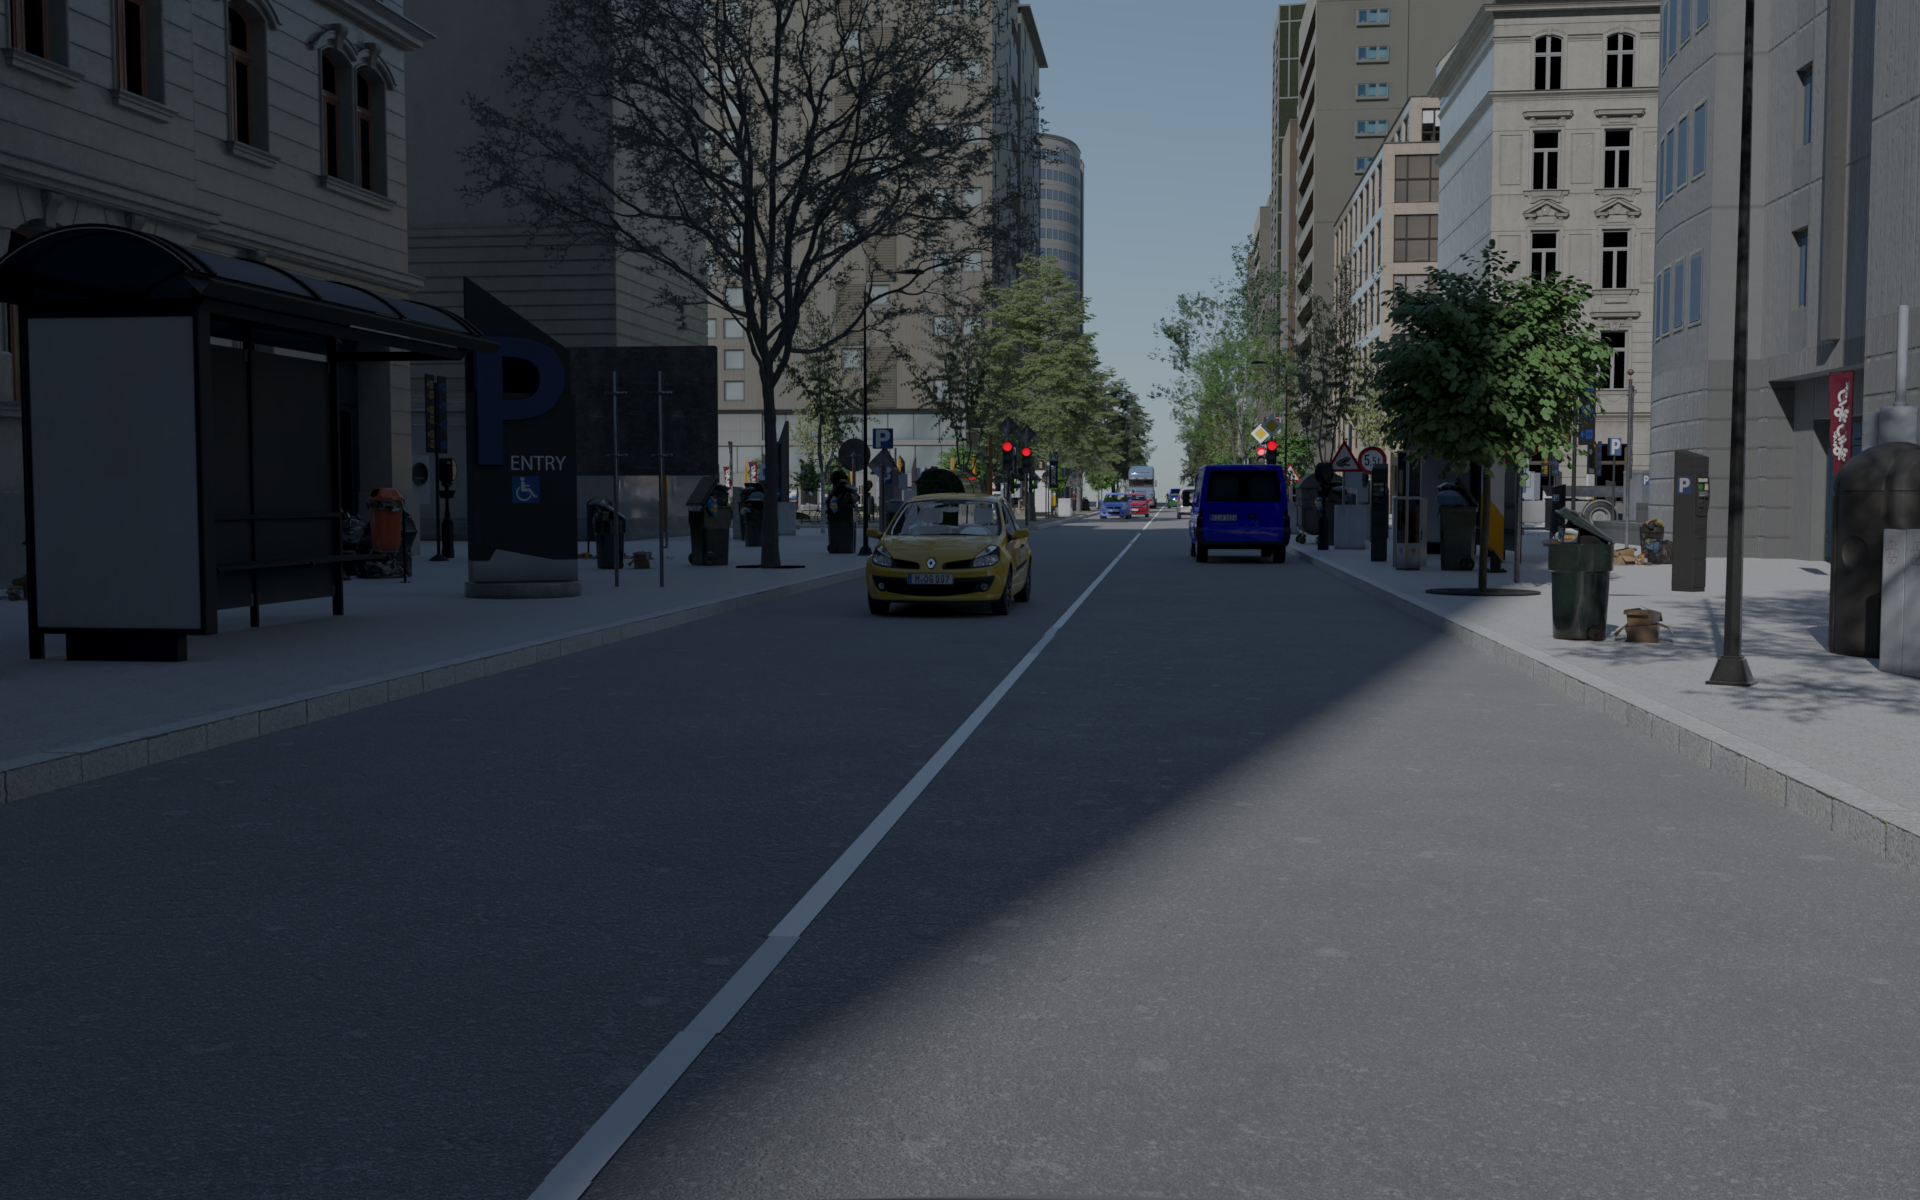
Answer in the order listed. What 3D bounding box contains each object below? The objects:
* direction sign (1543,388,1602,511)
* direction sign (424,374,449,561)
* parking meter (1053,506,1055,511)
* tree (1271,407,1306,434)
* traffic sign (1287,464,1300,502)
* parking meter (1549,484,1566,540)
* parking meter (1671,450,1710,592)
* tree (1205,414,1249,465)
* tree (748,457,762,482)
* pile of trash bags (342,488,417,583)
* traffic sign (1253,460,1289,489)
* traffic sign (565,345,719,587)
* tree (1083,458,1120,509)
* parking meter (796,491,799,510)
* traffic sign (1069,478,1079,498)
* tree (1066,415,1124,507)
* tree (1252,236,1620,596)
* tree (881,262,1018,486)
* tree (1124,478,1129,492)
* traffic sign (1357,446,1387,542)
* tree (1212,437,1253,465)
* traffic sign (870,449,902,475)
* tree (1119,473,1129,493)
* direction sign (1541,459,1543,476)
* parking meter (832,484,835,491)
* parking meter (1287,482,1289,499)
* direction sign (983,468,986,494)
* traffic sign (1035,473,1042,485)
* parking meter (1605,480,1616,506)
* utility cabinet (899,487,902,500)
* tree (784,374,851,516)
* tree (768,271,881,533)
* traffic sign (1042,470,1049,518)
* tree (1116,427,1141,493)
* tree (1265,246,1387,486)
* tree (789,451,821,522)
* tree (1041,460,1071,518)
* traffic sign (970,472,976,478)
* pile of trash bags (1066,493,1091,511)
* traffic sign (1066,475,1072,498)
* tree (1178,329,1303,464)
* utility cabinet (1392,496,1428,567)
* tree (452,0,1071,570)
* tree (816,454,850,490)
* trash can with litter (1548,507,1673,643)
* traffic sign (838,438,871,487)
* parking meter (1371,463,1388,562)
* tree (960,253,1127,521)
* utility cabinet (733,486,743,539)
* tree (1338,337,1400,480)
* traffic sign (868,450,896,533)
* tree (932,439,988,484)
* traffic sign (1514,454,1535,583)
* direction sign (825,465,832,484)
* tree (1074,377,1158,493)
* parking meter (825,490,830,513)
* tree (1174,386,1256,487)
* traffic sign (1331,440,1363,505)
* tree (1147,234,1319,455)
[{"bbox_3d":[9.877,-2.193,27.849,0.379,3.537,0.876,-1,4,-22],"label":"direction sign"},{"bbox_3d":[-9.988,-2.513,33.088,0.379,3.537,0.876,1,4,8],"label":"direction sign"},{"bbox_3d":[7.099,-7.801,133.256,0.399,1.863,0.255,2,4,35],"label":"parking meter"},{"bbox_3d":[25.911,-11.523,138.755,4.737,8.622,4.395,0,3,0],"label":"tree"},{"bbox_3d":[13.778,-4.422,72.309,0.884,2.594,0.081,1,4,9],"label":"traffic sign"},{"bbox_3d":[15.159,-2.172,43.924,0.372,1.533,0.369,0,3,0],"label":"parking meter"},{"bbox_3d":[9.607,-1.043,22.769,0.255,1.863,0.399,-2,4,-29],"label":"parking meter"},{"bbox_3d":[23.615,-12.491,154.597,4.737,8.622,4.395,0,3,0],"label":"tree"},{"bbox_3d":[-14.947,-9.215,134.374,4.285,4.588,4.351,0,3,0],"label":"tree"},{"bbox_3d":[-9.093,-0.995,26.026,1.912,1.369,3.447,-3,4,-38],"label":"pile of trash bags"},{"bbox_3d":[14.957,-5.371,81.687,2.265,3.308,0.079,1,4,14],"label":"traffic sign"},{"bbox_3d":[-4.444,-1.837,23.902,2.265,3.308,0.079,0,4,7],"label":"traffic sign"},{"bbox_3d":[12.372,-10.311,152.294,4.285,4.588,4.351,0,3,0],"label":"tree"},{"bbox_3d":[-13.385,-8.302,141.450,0.399,1.863,0.255,-1,4,-20],"label":"parking meter"},{"bbox_3d":[7.280,-6.629,110.510,0.606,2.300,0.079,1,4,12],"label":"traffic sign"},{"bbox_3d":[10.138,-11.609,140.176,4.360,8.622,3.978,0,3,0],"label":"tree"},{"bbox_3d":[6.718,-2.353,22.183,4.285,4.588,4.351,0,3,0],"label":"tree"},{"bbox_3d":[0.086,-6.363,54.391,4.360,8.622,3.978,0,3,0],"label":"tree"},{"bbox_3d":[24.616,-18.807,257.857,4.360,8.622,3.978,0,3,0],"label":"tree"},{"bbox_3d":[10.934,-2.807,46.004,0.768,2.556,0.104,1,4,9],"label":"traffic sign"},{"bbox_3d":[14.425,-5.753,77.768,4.285,4.588,4.351,0,3,0],"label":"tree"},{"bbox_3d":[-2.046,-2.921,47.760,0.884,2.594,0.081,0,4,7],"label":"traffic sign"},{"bbox_3d":[29.757,-21.243,297.686,4.737,8.622,4.395,0,3,0],"label":"tree"},{"bbox_3d":[25.377,-5.048,74.530,0.379,3.537,0.876,-2,4,-34],"label":"direction sign"},{"bbox_3d":[-5.407,-4.283,75.736,0.399,1.863,0.255,-1,4,-11],"label":"parking meter"},{"bbox_3d":[13.219,-3.986,70.888,0.399,1.863,0.255,3,4,37],"label":"parking meter"},{"bbox_3d":[1.877,-8.695,134.168,0.379,3.537,0.876,1,4,15],"label":"direction sign"},{"bbox_3d":[3.886,-5.467,90.572,0.795,2.450,0.064,1,4,13],"label":"traffic sign"},{"bbox_3d":[27.539,-4.134,73.303,0.399,1.863,0.255,3,5,43],"label":"parking meter"},{"bbox_3d":[-1.992,-2.653,52.053,0.318,1.500,1.173,-1,4,-11],"label":"utility cabinet"},{"bbox_3d":[-8.310,-9.316,102.676,4.737,8.622,4.395,0,3,0],"label":"tree"},{"bbox_3d":[-4.242,-6.484,56.378,4.360,8.622,3.978,0,3,0],"label":"tree"},{"bbox_3d":[4.716,-5.633,92.201,0.768,2.556,0.104,1,4,16],"label":"traffic sign"},{"bbox_3d":[20.387,-17.593,222.062,7.601,10.594,8.767,0,4,-3],"label":"tree"},{"bbox_3d":[11.099,-6.242,52.421,4.360,8.622,3.978,0,3,0],"label":"tree"},{"bbox_3d":[-6.774,-5.154,78.871,1.663,3.219,1.824,0,3,0],"label":"tree"},{"bbox_3d":[5.316,-6.109,94.484,1.663,3.219,1.824,0,3,0],"label":"tree"},{"bbox_3d":[0.301,-4.436,73.712,0.795,2.450,0.064,1,4,13],"label":"traffic sign"},{"bbox_3d":[8.950,-7.549,133.173,1.912,1.369,3.447,0,4,-5],"label":"pile of trash bags"},{"bbox_3d":[7.505,-7.212,117.925,0.884,2.594,0.081,1,4,13],"label":"traffic sign"},{"bbox_3d":[17.417,-11.128,107.706,9.928,11.665,9.643,0,3,0],"label":"tree"},{"bbox_3d":[7.973,-1.192,30.644,0.306,1.237,1.020,2,4,33],"label":"utility cabinet"},{"bbox_3d":[-3.239,-7.284,29.467,12.009,13.543,11.850,0,3,0],"label":"tree"},{"bbox_3d":[-10.270,-9.690,142.138,4.285,4.588,4.351,0,3,0],"label":"tree"},{"bbox_3d":[5.719,-0.236,15.238,1.055,1.170,0.624,2,4,23],"label":"trash can with litter"},{"bbox_3d":[-2.408,-2.403,39.403,0.768,2.556,0.104,1,4,12],"label":"traffic sign"},{"bbox_3d":[7.982,-1.666,32.953,0.255,1.863,0.399,2,4,23],"label":"parking meter"},{"bbox_3d":[3.622,-10.004,81.695,7.486,12.596,7.792,0,3,0],"label":"tree"},{"bbox_3d":[-6.342,-2.503,49.597,0.318,1.500,1.173,0,4,-7],"label":"utility cabinet"},{"bbox_3d":[19.712,-8.065,82.225,4.737,8.622,4.395,0,3,0],"label":"tree"},{"bbox_3d":[-2.051,-2.699,45.319,0.795,2.450,0.064,1,4,10],"label":"traffic sign"},{"bbox_3d":[0.068,-7.153,100.672,4.285,4.588,4.351,0,3,0],"label":"tree"},{"bbox_3d":[8.051,-1.521,24.969,0.768,2.556,0.104,1,4,14],"label":"traffic sign"},{"bbox_3d":[-10.350,-8.859,136.843,0.379,3.537,0.876,3,4,36],"label":"direction sign"},{"bbox_3d":[16.588,-17.210,188.040,9.857,13.997,8.962,0,3,0],"label":"tree"},{"bbox_3d":[-8.552,-6.324,111.814,0.372,1.533,0.369,0,3,0],"label":"parking meter"},{"bbox_3d":[26.923,-16.010,178.765,9.611,12.733,9.660,0,3,0],"label":"tree"},{"bbox_3d":[9.270,-2.558,41.834,0.884,2.594,0.081,1,4,13],"label":"traffic sign"},{"bbox_3d":[20.359,-16.702,128.974,12.611,20.169,13.585,0,3,0],"label":"tree"}]
